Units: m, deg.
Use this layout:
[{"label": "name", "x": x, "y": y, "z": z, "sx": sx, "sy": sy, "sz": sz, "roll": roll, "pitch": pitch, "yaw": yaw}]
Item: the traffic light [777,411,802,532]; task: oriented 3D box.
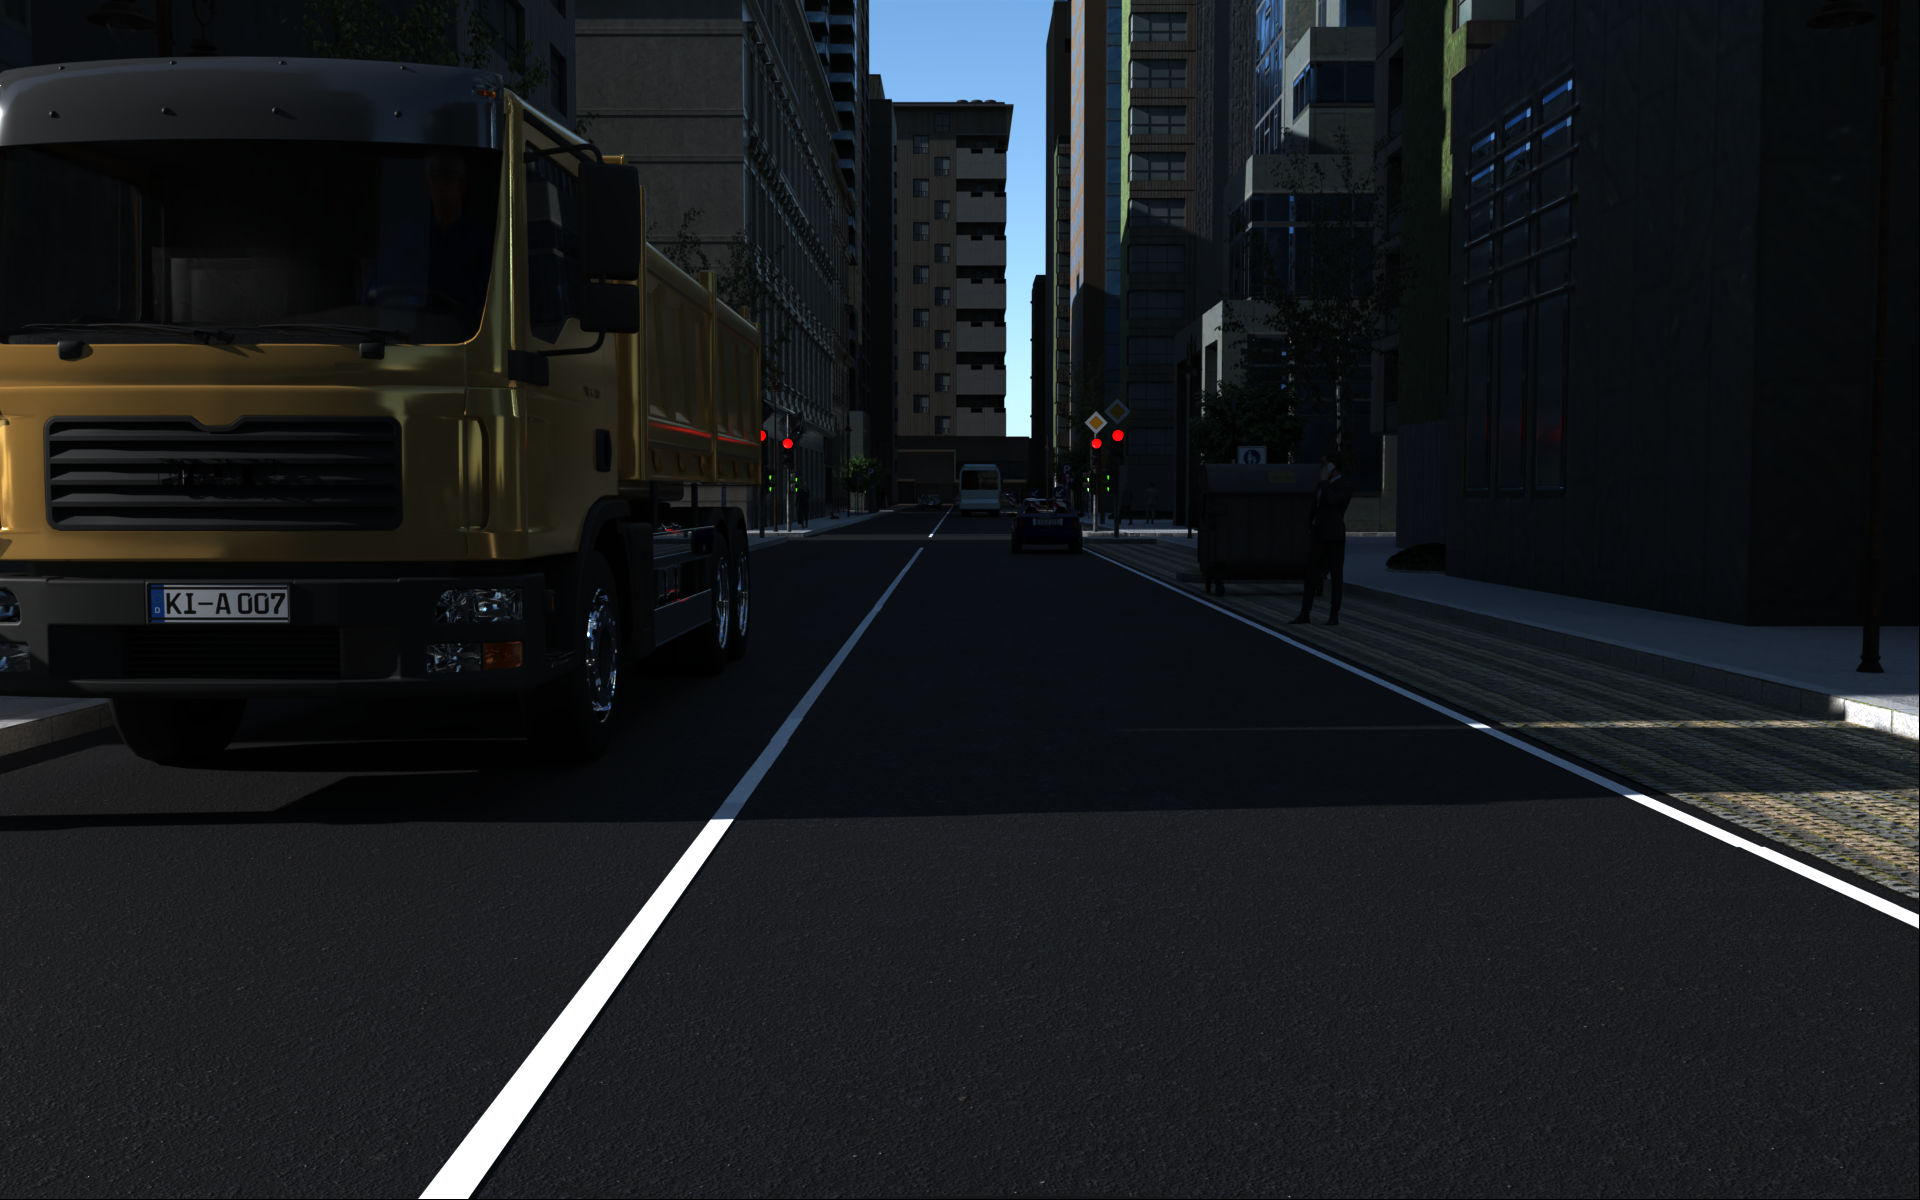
[{"label": "traffic light", "x": -5.780, "y": -4.266, "z": 58.670, "sx": 0.839, "sy": 4.253, "sz": 0.868, "roll": 0, "pitch": 3, "yaw": 0}]

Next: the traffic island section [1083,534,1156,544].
[{"label": "traffic island section", "x": 4.614, "y": -1.745, "z": 50.805, "sx": 2.009, "sy": 0.180, "sz": 2.903, "roll": 0, "pitch": 3, "yaw": 0}]

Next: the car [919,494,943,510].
[{"label": "car", "x": -2.571, "y": -8.826, "z": 156.109, "sx": 2.131, "sy": 1.459, "sz": 4.920, "roll": 0, "pitch": 4, "yaw": 1}]

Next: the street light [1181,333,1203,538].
[{"label": "street light", "x": 6.655, "y": -4.721, "z": 49.978, "sx": 0.468, "sy": 5.910, "sz": 1.993, "roll": 0, "pitch": 3, "yaw": 0}]

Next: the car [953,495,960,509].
[{"label": "car", "x": 0.340, "y": -9.727, "z": 171.395, "sx": 2.083, "sy": 1.381, "sz": 4.827, "roll": 0, "pitch": 4, "yaw": -1}]

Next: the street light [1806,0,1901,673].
[{"label": "street light", "x": 6.567, "y": -2.418, "z": 12.319, "sx": 0.468, "sy": 5.910, "sz": 1.993, "roll": 0, "pitch": 3, "yaw": 0}]

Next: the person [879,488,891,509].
[{"label": "person", "x": -6.677, "y": -8.840, "z": 150.535, "sx": 1.348, "sy": 1.831, "sz": 0.705, "roll": 0, "pitch": 4, "yaw": 3}]

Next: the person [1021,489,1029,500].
[{"label": "person", "x": 6.724, "y": -10.640, "z": 180.016, "sx": 0.705, "sy": 1.823, "sz": 1.348, "roll": -2, "pitch": 4, "yaw": -34}]

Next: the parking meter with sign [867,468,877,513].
[{"label": "parking meter with sign", "x": -5.893, "y": -7.362, "z": 116.637, "sx": 0.543, "sy": 3.016, "sz": 1.738, "roll": 0, "pitch": 4, "yaw": 5}]

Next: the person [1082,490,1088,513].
[{"label": "person", "x": 7.987, "y": -6.386, "z": 110.320, "sx": 0.748, "sy": 1.841, "sz": 0.638, "roll": 0, "pitch": 4, "yaw": 7}]

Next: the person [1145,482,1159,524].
[{"label": "person", "x": 8.311, "y": -4.220, "z": 75.246, "sx": 0.606, "sy": 1.804, "sz": 0.583, "roll": 0, "pitch": 4, "yaw": -7}]

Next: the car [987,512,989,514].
[{"label": "car", "x": 1.437, "y": -7.078, "z": 128.313, "sx": 1.945, "sy": 1.354, "sz": 3.894, "roll": 0, "pitch": 4, "yaw": 0}]

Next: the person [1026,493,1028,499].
[{"label": "person", "x": 7.139, "y": -10.984, "z": 185.636, "sx": 0.705, "sy": 1.823, "sz": 1.348, "roll": 1, "pitch": 4, "yaw": 11}]

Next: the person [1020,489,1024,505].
[{"label": "person", "x": 7.208, "y": -11.803, "z": 198.645, "sx": 0.705, "sy": 1.869, "sz": 1.348, "roll": -2, "pitch": 4, "yaw": -23}]

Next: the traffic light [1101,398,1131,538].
[{"label": "traffic light", "x": 4.574, "y": -3.778, "z": 50.691, "sx": 0.839, "sy": 4.253, "sz": 0.868, "roll": 0, "pitch": 3, "yaw": 0}]

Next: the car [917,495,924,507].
[{"label": "car", "x": -3.542, "y": -10.659, "z": 186.637, "sx": 2.083, "sy": 1.381, "sz": 4.827, "roll": 0, "pitch": 4, "yaw": 1}]

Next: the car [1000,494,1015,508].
[{"label": "car", "x": 4.491, "y": -9.657, "z": 168.107, "sx": 2.015, "sy": 1.641, "sz": 3.980, "roll": 0, "pitch": 4, "yaw": 0}]

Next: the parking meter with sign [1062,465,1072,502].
[{"label": "parking meter with sign", "x": 6.343, "y": -6.513, "z": 102.751, "sx": 0.543, "sy": 3.016, "sz": 1.738, "roll": 0, "pitch": 4, "yaw": 3}]

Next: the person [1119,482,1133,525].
[{"label": "person", "x": 6.910, "y": -4.056, "z": 72.749, "sx": 0.834, "sy": 1.777, "sz": 0.661, "roll": 3, "pitch": 5, "yaw": 44}]

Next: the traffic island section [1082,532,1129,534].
[{"label": "traffic island section", "x": 4.622, "y": -2.233, "z": 58.790, "sx": 2.009, "sy": 0.180, "sz": 2.903, "roll": 0, "pitch": 3, "yaw": 0}]

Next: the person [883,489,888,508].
[{"label": "person", "x": -6.793, "y": -9.248, "z": 157.919, "sx": 0.621, "sy": 1.740, "sz": 0.551, "roll": -1, "pitch": 4, "yaw": -22}]

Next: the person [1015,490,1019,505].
[{"label": "person", "x": 6.625, "y": -12.027, "z": 203.604, "sx": 0.541, "sy": 1.710, "sz": 0.530, "roll": 2, "pitch": 4, "yaw": 27}]

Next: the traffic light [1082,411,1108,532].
[{"label": "traffic light", "x": 4.582, "y": -4.266, "z": 58.676, "sx": 0.839, "sy": 4.253, "sz": 0.868, "roll": 0, "pitch": 3, "yaw": 0}]

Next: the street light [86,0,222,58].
[{"label": "street light", "x": -6.269, "y": -2.507, "z": 13.769, "sx": 0.468, "sy": 5.910, "sz": 1.993, "roll": 0, "pitch": 3, "yaw": 0}]

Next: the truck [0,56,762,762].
[{"label": "truck", "x": -3.137, "y": -0.946, "z": 11.385, "sx": 3.469, "sy": 3.379, "sz": 9.791, "roll": 0, "pitch": 4, "yaw": 0}]

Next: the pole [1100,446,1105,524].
[{"label": "pole", "x": 6.121, "y": -4.919, "z": 74.272, "sx": 0.158, "sy": 3.312, "sz": 0.155, "roll": 0, "pitch": 3, "yaw": 0}]

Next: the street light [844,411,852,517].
[{"label": "street light", "x": -6.224, "y": -7.571, "z": 96.574, "sx": 0.468, "sy": 5.910, "sz": 1.993, "roll": 0, "pitch": 3, "yaw": 0}]

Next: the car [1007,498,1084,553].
[{"label": "car", "x": 2.138, "y": -1.870, "z": 43.154, "sx": 1.945, "sy": 1.354, "sz": 3.894, "roll": 0, "pitch": 4, "yaw": 1}]

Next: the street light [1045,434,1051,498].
[{"label": "street light", "x": 6.710, "y": -9.787, "z": 132.799, "sx": 0.468, "sy": 5.910, "sz": 1.993, "roll": 0, "pitch": 3, "yaw": 0}]

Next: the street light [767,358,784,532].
[{"label": "street light", "x": -6.286, "y": -5.268, "z": 58.914, "sx": 0.468, "sy": 5.910, "sz": 1.993, "roll": 0, "pitch": 3, "yaw": 0}]

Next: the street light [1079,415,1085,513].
[{"label": "street light", "x": 6.648, "y": -7.483, "z": 95.139, "sx": 0.468, "sy": 5.910, "sz": 1.993, "roll": 0, "pitch": 3, "yaw": 0}]

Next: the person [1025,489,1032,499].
[{"label": "person", "x": 6.782, "y": -9.718, "z": 165.637, "sx": 1.217, "sy": 1.736, "sz": 0.721, "roll": 1, "pitch": 4, "yaw": 19}]

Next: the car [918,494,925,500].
[{"label": "car", "x": -3.928, "y": -11.420, "z": 196.502, "sx": 2.009, "sy": 1.686, "sz": 4.222, "roll": 0, "pitch": 4, "yaw": 0}]

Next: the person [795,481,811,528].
[{"label": "person", "x": -5.934, "y": -3.611, "z": 65.509, "sx": 0.576, "sy": 1.772, "sz": 0.534, "roll": -1, "pitch": 4, "yaw": -17}]

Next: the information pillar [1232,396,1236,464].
[{"label": "information pillar", "x": 6.521, "y": -3.056, "z": 41.314, "sx": 0.183, "sy": 3.616, "sz": 0.504, "roll": 1, "pitch": 4, "yaw": 8}]

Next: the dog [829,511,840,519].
[{"label": "dog", "x": -6.415, "y": -4.305, "z": 88.120, "sx": 0.550, "sy": 0.427, "sz": 0.748, "roll": -1, "pitch": 4, "yaw": -23}]

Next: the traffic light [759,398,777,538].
[{"label": "traffic light", "x": -5.787, "y": -3.778, "z": 50.685, "sx": 0.839, "sy": 4.253, "sz": 0.868, "roll": 0, "pitch": 3, "yaw": 0}]

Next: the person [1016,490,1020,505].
[{"label": "person", "x": 6.813, "y": -12.231, "z": 206.725, "sx": 0.721, "sy": 1.736, "sz": 1.217, "roll": -1, "pitch": 4, "yaw": -23}]
